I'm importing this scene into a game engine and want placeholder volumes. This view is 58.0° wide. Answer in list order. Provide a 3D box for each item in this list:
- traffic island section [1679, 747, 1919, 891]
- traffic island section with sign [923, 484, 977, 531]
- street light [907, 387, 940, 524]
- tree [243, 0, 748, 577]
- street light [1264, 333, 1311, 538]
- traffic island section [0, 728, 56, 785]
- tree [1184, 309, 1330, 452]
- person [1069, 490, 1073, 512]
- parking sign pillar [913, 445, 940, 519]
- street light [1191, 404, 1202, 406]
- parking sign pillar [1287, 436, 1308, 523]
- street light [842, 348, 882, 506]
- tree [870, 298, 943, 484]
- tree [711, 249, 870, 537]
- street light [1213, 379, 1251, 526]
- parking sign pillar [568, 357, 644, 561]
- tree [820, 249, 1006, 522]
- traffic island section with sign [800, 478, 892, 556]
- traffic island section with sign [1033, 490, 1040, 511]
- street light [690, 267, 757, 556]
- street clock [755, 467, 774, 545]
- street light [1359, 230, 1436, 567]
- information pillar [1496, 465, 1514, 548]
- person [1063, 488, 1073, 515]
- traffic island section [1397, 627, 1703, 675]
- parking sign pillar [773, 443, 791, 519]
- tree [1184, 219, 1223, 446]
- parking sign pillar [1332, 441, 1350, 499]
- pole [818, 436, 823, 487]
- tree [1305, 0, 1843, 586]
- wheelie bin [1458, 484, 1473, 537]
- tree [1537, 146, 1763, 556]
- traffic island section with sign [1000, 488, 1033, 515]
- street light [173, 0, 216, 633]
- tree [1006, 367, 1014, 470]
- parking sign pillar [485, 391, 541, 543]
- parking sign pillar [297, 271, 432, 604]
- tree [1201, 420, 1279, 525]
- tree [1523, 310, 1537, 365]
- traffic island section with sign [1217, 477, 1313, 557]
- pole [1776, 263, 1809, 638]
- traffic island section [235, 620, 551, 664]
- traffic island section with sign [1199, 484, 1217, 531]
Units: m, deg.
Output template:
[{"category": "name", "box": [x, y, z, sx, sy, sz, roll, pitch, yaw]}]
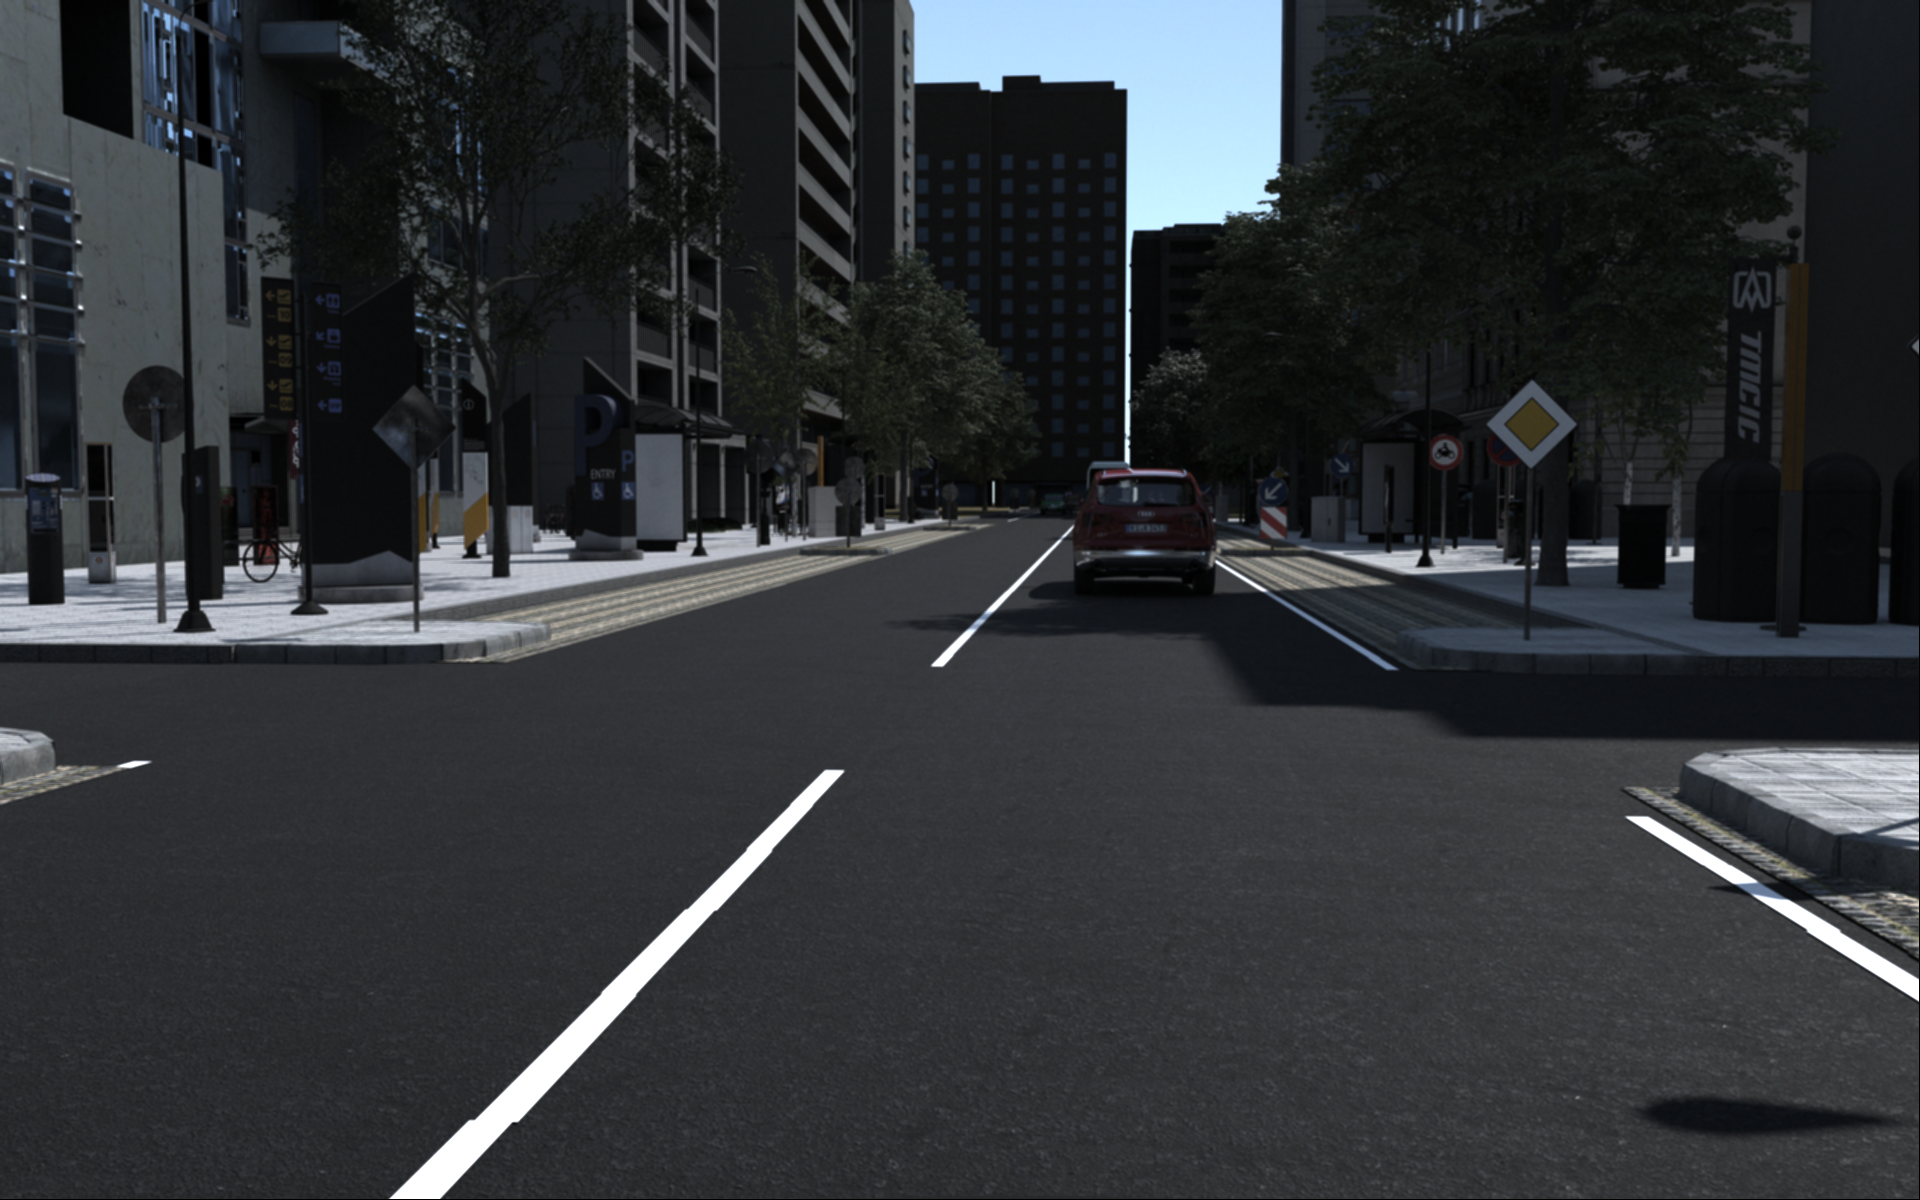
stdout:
[{"category": "traffic island section", "box": [4.331, 0.919, 7.259, 2.009, 0.180, 2.903, 0, 4, 5]}, {"category": "traffic island section with sign", "box": [-0.356, -3.638, 68.103, 1.989, 1.847, 2.006, 0, 4, 5]}, {"category": "street light", "box": [-1.588, -6.276, 75.147, 1.470, 5.913, 1.316, 0, 4, 5]}, {"category": "tree", "box": [-6.983, -5.649, 26.779, 8.767, 10.594, 7.601, 1, 4, 14]}, {"category": "street light", "box": [9.459, -4.741, 50.061, 1.470, 5.913, 1.316, 0, 4, 5]}, {"category": "traffic island section", "box": [-5.725, 0.867, 8.104, 2.009, 0.180, 2.903, 0, 4, 5]}, {"category": "tree", "box": [13.955, -8.971, 81.094, 7.601, 10.594, 8.767, 1, 4, 13]}, {"category": "person", "box": [8.533, -7.749, 135.720, 0.750, 1.759, 0.617, -2, 4, -30]}, {"category": "parking sign pillar", "box": [-1.770, -6.165, 89.272, 1.447, 3.967, 1.447, 1, 4, 23]}, {"category": "street light", "box": [12.594, -7.151, 89.452, 1.470, 5.913, 1.316, 0, 4, 5]}, {"category": "parking sign pillar", "box": [14.887, -5.346, 75.871, 1.447, 3.967, 1.447, 0, 4, -3]}, {"category": "street light", "box": [-3.190, -5.063, 55.314, 1.470, 5.913, 1.316, 0, 4, 5]}, {"category": "tree", "box": [-3.363, -6.963, 64.205, 4.737, 8.622, 4.395, 0, 3, 0]}, {"category": "tree", "box": [-5.156, -6.174, 51.314, 4.737, 8.622, 4.395, 0, 3, 0]}, {"category": "street light", "box": [11.006, -5.946, 69.758, 1.470, 5.913, 1.316, 0, 4, 5]}, {"category": "parking sign pillar", "box": [-6.916, -2.767, 33.719, 1.447, 3.967, 1.447, 3, 4, 36]}, {"category": "tree", "box": [-2.628, -9.907, 80.106, 7.486, 12.596, 7.792, 0, 3, 0]}, {"category": "traffic island section with sign", "box": [-2.642, -1.975, 40.925, 1.989, 1.847, 2.006, 0, 4, 5]}, {"category": "traffic island section with sign", "box": [6.055, -8.318, 144.626, 1.989, 1.847, 2.006, 0, 4, 5]}, {"category": "street light", "box": [-4.854, -3.858, 35.627, 1.470, 5.913, 1.316, 0, 4, 5]}, {"category": "street clock", "box": [-4.921, -2.388, 43.616, 0.358, 2.002, 0.471, 3, 4, 38]}, {"category": "street light", "box": [7.663, -3.538, 30.384, 1.470, 5.913, 1.316, 0, 4, 5]}, {"category": "information pillar", "box": [12.966, -2.243, 41.167, 0.304, 2.012, 0.304, 3, 4, 37]}, {"category": "person", "box": [7.306, -6.639, 116.921, 0.709, 1.838, 0.599, 1, 4, 9]}, {"category": "traffic island section", "box": [4.997, 0.432, 15.216, 2.009, 0.180, 2.903, 0, 4, 5]}, {"category": "parking sign pillar", "box": [-9.327, -6.131, 88.709, 1.447, 3.967, 1.447, 0, 4, -5]}, {"category": "tree", "box": [11.392, -8.630, 59.223, 7.486, 12.596, 7.792, 0, 3, 0]}, {"category": "parking sign pillar", "box": [19.209, -6.047, 87.333, 1.447, 3.967, 1.447, 2, 4, 34]}, {"category": "pole", "box": [-4.894, -4.094, 60.783, 0.158, 3.312, 0.155, 0, 3, 0]}, {"category": "tree", "box": [8.214, -6.495, 24.327, 7.486, 12.596, 7.792, 0, 3, 0]}, {"category": "wheelie bin", "box": [14.992, -2.691, 51.900, 0.980, 1.594, 0.693, 1, 4, 19]}, {"category": "tree", "box": [14.530, -5.207, 35.499, 4.737, 8.622, 4.395, 0, 3, 0]}, {"category": "traffic island section with sign", "box": [3.769, -6.655, 117.440, 1.989, 1.847, 2.006, 0, 4, 5]}, {"category": "street light", "box": [-6.611, -2.655, 15.947, 1.470, 5.913, 1.316, 0, 4, 5]}, {"category": "tree", "box": [-1.288, -10.805, 94.796, 7.486, 12.596, 7.792, 0, 3, 0]}, {"category": "parking sign pillar", "box": [-11.869, -3.511, 45.878, 1.447, 3.967, 1.447, 1, 4, 10]}, {"category": "parking sign pillar", "box": [-7.225, -1.977, 20.789, 1.447, 3.967, 1.447, -3, 5, -39]}, {"category": "tree", "box": [11.812, -5.473, 73.193, 4.285, 4.588, 4.351, 0, 3, 0]}, {"category": "tree", "box": [15.324, -5.475, 39.872, 4.737, 8.622, 4.395, 0, 3, 0]}, {"category": "traffic island section with sign", "box": [7.113, -1.940, 40.348, 1.989, 1.847, 2.006, 0, 4, 5]}, {"category": "pole", "box": [7.426, -1.321, 15.449, 0.158, 3.312, 0.155, 0, 3, 0]}, {"category": "traffic island section", "box": [-5.058, 0.380, 16.061, 2.009, 0.180, 2.903, 0, 4, 5]}, {"category": "traffic island section with sign", "box": [9.364, -3.583, 67.210, 1.989, 1.847, 2.006, 0, 4, 5]}]
